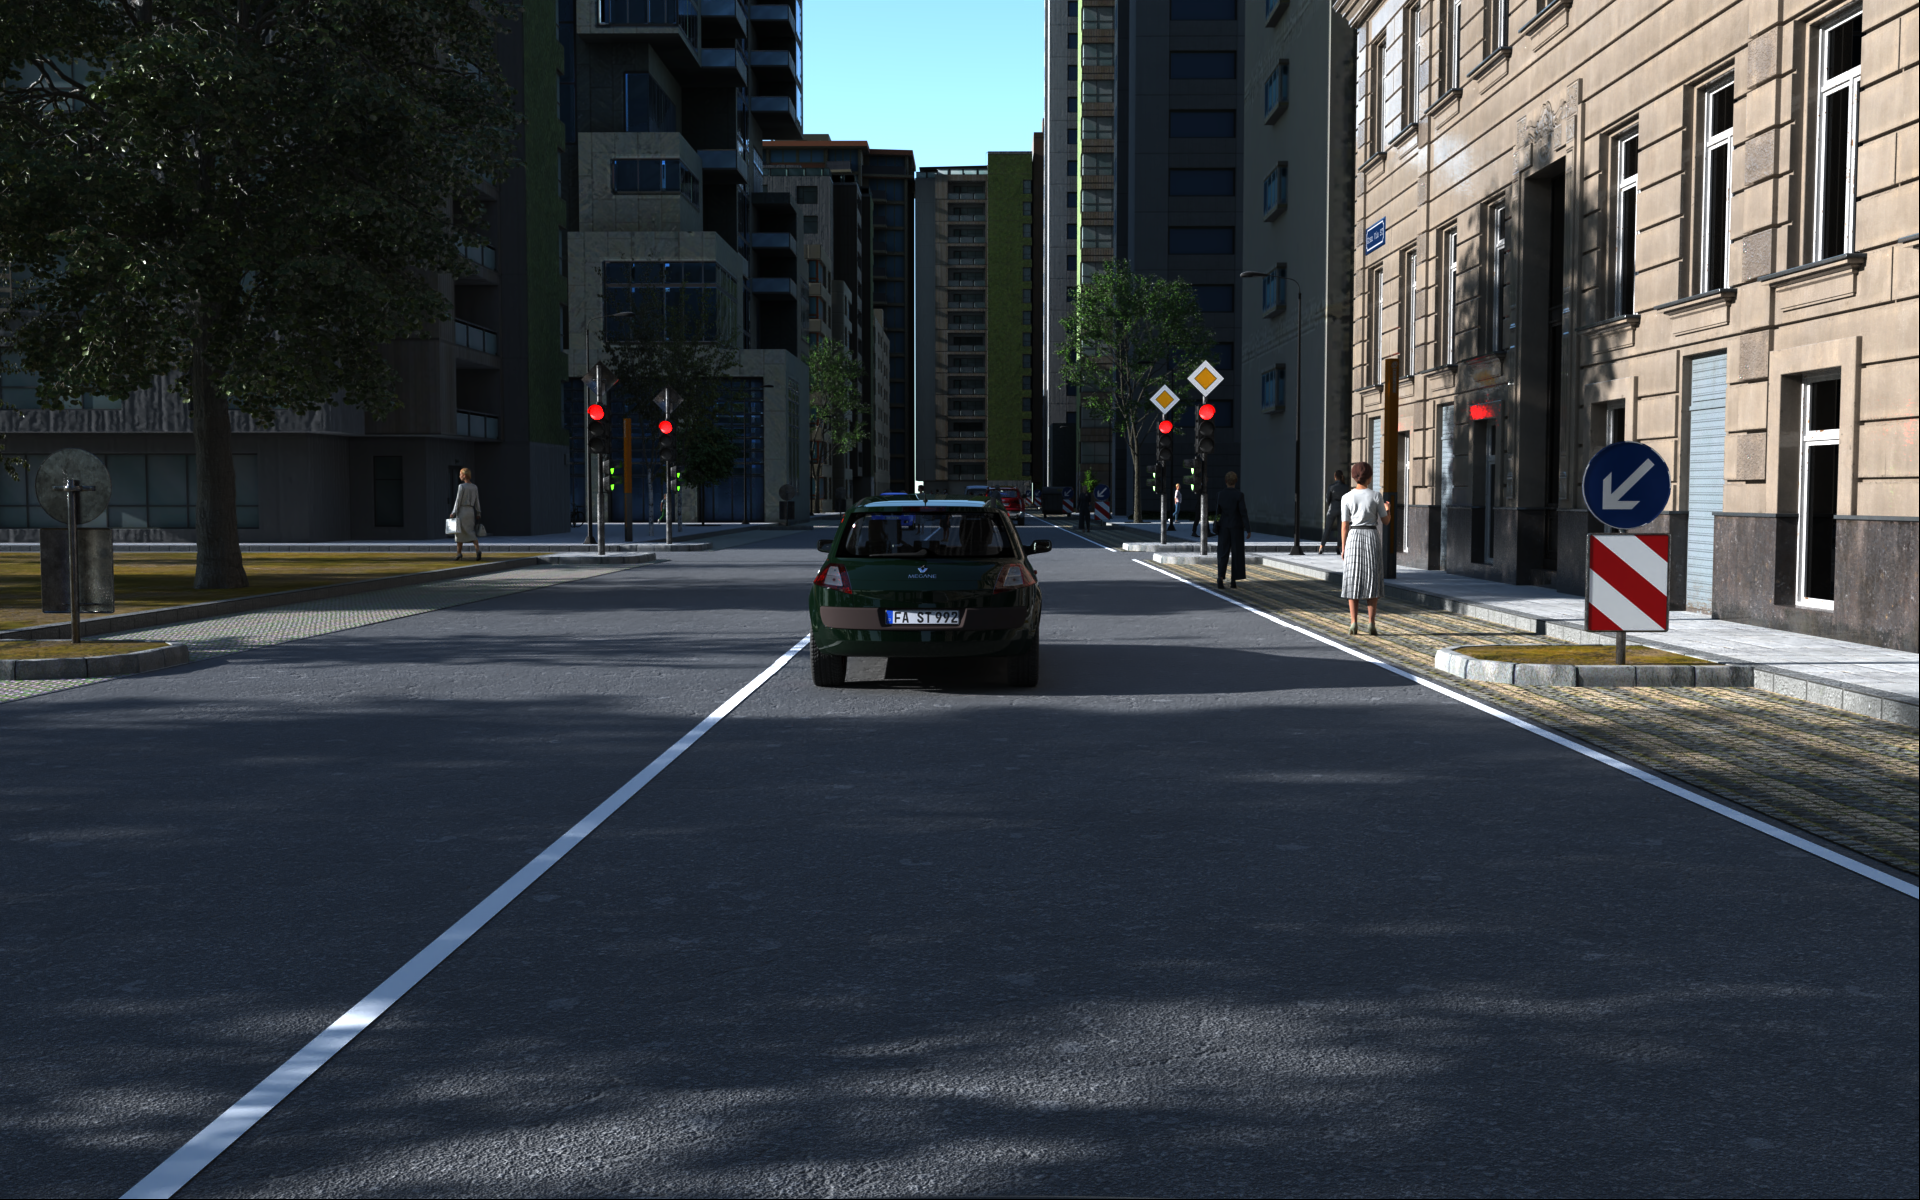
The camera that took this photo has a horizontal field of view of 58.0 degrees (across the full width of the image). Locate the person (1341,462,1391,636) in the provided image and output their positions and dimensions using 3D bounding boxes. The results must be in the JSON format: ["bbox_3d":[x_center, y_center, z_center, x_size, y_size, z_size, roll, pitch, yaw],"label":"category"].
[{"bbox_3d":[4.105,-0.517,17.522,0.480,1.755,0.524,1,4,17],"label":"person"}]

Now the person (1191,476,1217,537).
[{"bbox_3d":[7.241,-2.787,51.388,0.755,1.850,0.659,2,4,25],"label":"person"}]

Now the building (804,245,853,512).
[{"bbox_3d":[-23.278,-17.722,134.788,27.650,21.520,28.899,0,4,1],"label":"building"}]

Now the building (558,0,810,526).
[{"bbox_3d":[-18.714,-47.562,90.310,22.319,86.520,31.000,0,4,1],"label":"building"}]

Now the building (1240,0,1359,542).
[{"bbox_3d":[20.335,-26.391,55.199,21.600,48.544,21.300,0,4,1],"label":"building"}]

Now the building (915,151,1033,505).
[{"bbox_3d":[1.621,-32.171,209.588,14.086,41.232,14.154,0,4,1],"label":"building"}]

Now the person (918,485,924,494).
[{"bbox_3d":[-1.474,-3.196,61.320,0.480,1.755,0.524,3,5,41],"label":"person"}]

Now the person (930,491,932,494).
[{"bbox_3d":[-2.929,-10.179,175.861,0.756,1.711,0.436,-3,4,-39],"label":"person"}]

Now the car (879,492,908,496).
[{"bbox_3d":[-2.647,-3.667,69.540,1.945,1.707,3.694,0,4,0],"label":"car"}]

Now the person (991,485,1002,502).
[{"bbox_3d":[1.430,-3.400,64.489,0.834,1.777,0.661,-2,4,-34],"label":"person"}]

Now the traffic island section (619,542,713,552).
[{"bbox_3d":[-7.499,-1.363,44.561,2.009,0.180,2.903,0,4,1],"label":"traffic island section"}]

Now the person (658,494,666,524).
[{"bbox_3d":[-12.588,-3.880,73.725,0.590,1.304,0.306,1,4,21],"label":"person"}]

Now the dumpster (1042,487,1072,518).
[{"bbox_3d":[5.698,-5.719,101.728,1.865,1.857,1.264,0,4,0],"label":"dumpster"}]

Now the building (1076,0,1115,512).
[{"bbox_3d":[15.613,-27.207,128.433,14.154,41.232,14.086,0,4,1],"label":"building"}]

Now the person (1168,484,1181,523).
[{"bbox_3d":[9.433,-4.235,75.952,0.598,1.740,0.731,0,4,-3],"label":"person"}]

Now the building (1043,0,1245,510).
[{"bbox_3d":[19.209,-39.035,180.228,21.231,58.520,28.212,0,4,1],"label":"building"}]

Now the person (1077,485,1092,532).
[{"bbox_3d":[4.634,-3.397,64.466,0.576,1.772,0.534,0,4,2],"label":"person"}]

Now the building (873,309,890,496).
[{"bbox_3d":[-22.525,-20.608,181.980,28.899,21.520,27.650,0,4,1],"label":"building"}]

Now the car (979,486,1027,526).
[{"bbox_3d":[1.968,-4.369,80.108,2.281,1.827,5.304,0,4,1],"label":"car"}]

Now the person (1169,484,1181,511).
[{"bbox_3d":[10.911,-5.027,88.329,0.767,1.812,0.694,2,4,31],"label":"person"}]

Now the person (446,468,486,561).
[{"bbox_3d":[-9.460,-1.638,33.182,0.694,1.780,0.624,-3,5,-43],"label":"person"}]

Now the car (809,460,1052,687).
[{"bbox_3d":[-0.230,-0.275,14.288,2.009,1.686,4.222,0,4,1],"label":"car"}]

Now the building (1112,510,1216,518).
[{"bbox_3d":[19.758,-34.332,103.326,21.231,58.520,28.212,0,4,1],"label":"building"}]

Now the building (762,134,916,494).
[{"bbox_3d":[-19.810,-34.186,213.564,28.867,44.769,22.147,0,4,1],"label":"building"}]

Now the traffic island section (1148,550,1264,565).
[{"bbox_3d":[5.149,-0.865,36.424,2.009,0.180,2.903,0,4,1],"label":"traffic island section"}]

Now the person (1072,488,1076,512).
[{"bbox_3d":[8.085,-7.192,124.188,0.434,1.755,0.990,1,4,22],"label":"person"}]

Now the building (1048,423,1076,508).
[{"bbox_3d":[19.491,-51.183,149.508,22.319,86.520,31.000,0,4,1],"label":"building"}]

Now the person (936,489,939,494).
[{"bbox_3d":[-1.915,-8.296,144.141,0.705,1.823,1.348,1,4,21],"label":"person"}]

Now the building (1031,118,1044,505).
[{"bbox_3d":[15.765,-34.216,209.537,14.200,45.320,14.600,0,4,1],"label":"building"}]

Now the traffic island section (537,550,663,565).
[{"bbox_3d":[-7.592,-0.874,36.577,2.009,0.180,2.903,0,4,1],"label":"traffic island section"}]

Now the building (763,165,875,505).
[{"bbox_3d":[-15.188,-23.500,155.931,14.160,30.474,14.107,0,4,1],"label":"building"}]

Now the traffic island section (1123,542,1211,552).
[{"bbox_3d":[5.241,-1.353,44.409,2.009,0.180,2.903,0,4,1],"label":"traffic island section"}]

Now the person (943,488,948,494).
[{"bbox_3d":[-0.738,-5.396,97.308,0.643,1.750,0.593,1,4,15],"label":"person"}]

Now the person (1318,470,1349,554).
[{"bbox_3d":[7.936,-1.862,36.757,0.520,1.790,0.573,-1,4,-22],"label":"person"}]

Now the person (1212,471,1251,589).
[{"bbox_3d":[4.101,-1.053,26.144,0.576,1.772,0.534,1,4,9],"label":"person"}]
